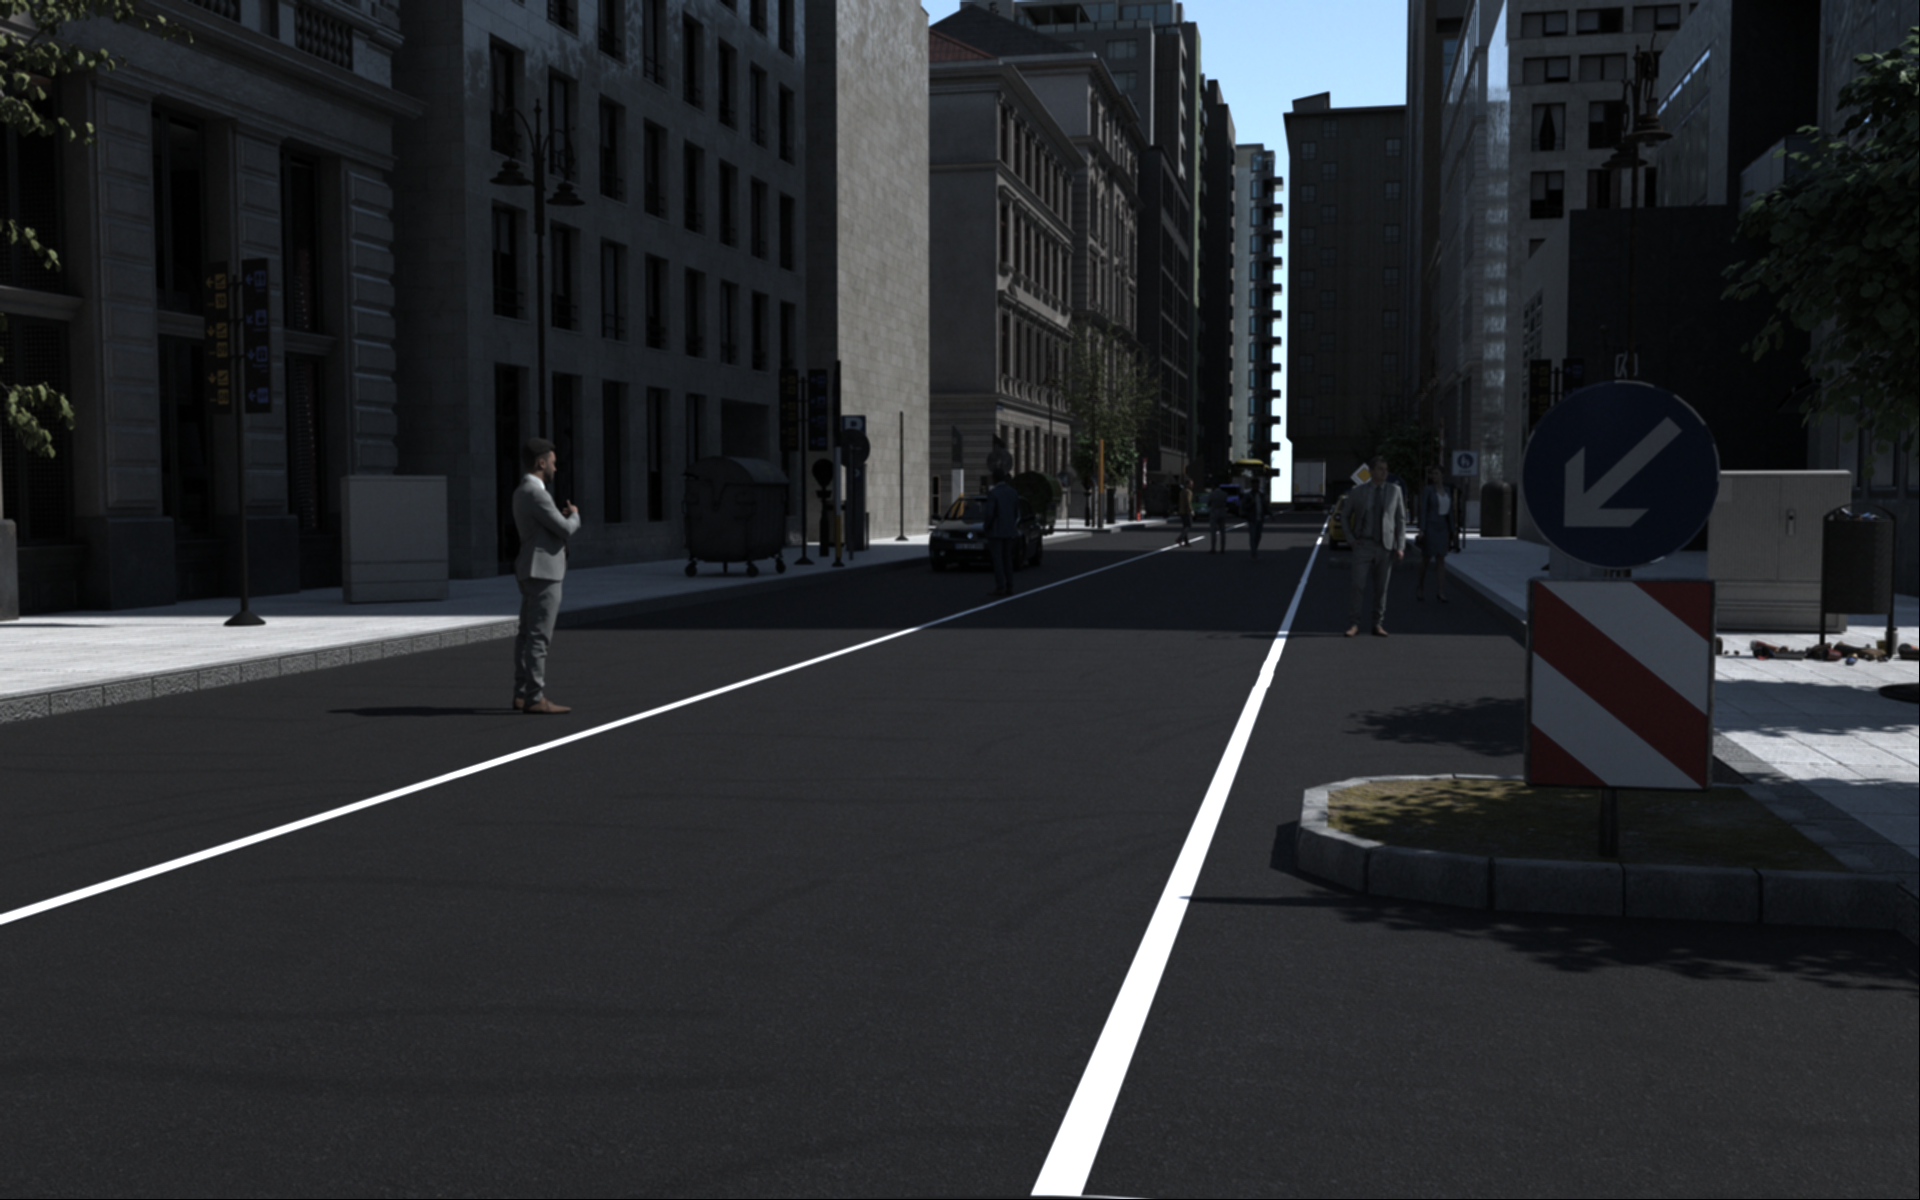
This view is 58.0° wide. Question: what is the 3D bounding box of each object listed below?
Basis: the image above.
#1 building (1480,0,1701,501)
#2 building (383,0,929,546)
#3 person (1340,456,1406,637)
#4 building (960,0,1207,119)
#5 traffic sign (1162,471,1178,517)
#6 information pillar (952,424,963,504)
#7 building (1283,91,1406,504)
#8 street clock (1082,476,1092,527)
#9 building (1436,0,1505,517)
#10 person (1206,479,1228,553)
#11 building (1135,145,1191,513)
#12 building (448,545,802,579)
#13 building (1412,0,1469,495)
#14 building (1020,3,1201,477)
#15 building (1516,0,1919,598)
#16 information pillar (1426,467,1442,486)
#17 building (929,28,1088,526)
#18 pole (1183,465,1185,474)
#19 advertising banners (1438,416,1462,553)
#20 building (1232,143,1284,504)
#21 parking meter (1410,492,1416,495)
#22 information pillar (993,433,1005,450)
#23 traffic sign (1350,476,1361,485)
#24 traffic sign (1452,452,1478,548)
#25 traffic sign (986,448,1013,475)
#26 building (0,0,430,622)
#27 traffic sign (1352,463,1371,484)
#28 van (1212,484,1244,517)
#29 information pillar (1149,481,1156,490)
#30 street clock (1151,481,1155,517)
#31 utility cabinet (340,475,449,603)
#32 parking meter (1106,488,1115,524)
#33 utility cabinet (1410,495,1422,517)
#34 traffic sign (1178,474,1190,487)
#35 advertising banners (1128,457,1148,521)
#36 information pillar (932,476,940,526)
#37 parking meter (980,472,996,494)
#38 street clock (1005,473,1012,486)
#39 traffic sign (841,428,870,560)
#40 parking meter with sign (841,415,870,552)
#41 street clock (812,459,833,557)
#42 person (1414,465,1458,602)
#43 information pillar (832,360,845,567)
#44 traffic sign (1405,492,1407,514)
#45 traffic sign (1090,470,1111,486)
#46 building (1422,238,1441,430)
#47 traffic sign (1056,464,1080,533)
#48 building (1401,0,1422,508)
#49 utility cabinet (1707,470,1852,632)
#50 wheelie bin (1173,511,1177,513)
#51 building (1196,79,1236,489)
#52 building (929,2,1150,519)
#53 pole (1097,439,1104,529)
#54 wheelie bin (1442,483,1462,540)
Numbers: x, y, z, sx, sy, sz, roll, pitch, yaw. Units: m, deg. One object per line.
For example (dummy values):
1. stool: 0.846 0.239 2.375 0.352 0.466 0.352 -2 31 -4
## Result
1. building: 29.732 -13.038 67.929 16.860 20.320 10.420 1 4 12
2. building: -10.315 -12.065 52.021 16.860 20.320 10.420 1 4 12
3. person: 4.174 -0.545 17.508 0.635 1.810 0.391 0 4 -2
4. building: 12.380 -33.692 170.473 23.786 49.044 30.456 1 4 12
5. traffic sign: 11.609 -5.861 95.830 0.884 2.594 0.081 1 4 16
6. information pillar: -0.092 -4.074 57.963 0.183 3.616 0.504 -3 5 -42
7. building: 57.696 -39.402 233.460 27.495 52.752 28.713 1 4 12
8. street clock: 5.039 -3.902 68.368 0.471 2.002 0.358 0 3 0
9. building: 33.749 -19.635 98.528 11.434 29.767 29.804 1 4 12
10. person: 6.213 -2.037 41.989 0.511 1.800 0.466 -2 4 -28
11. building: 8.607 -20.318 125.700 14.314 27.812 24.014 1 4 12
12. building: -10.596 -11.005 34.680 10.420 20.320 16.860 1 4 12
13. building: 46.419 -30.493 148.669 14.600 45.320 14.200 1 4 12
14. building: 12.704 -28.351 147.138 14.154 41.232 14.086 1 4 12
15. building: 23.634 -43.859 29.760 22.319 86.520 31.000 1 4 12
16. information pillar: 12.661 -2.557 46.301 0.304 2.012 0.304 -3 5 -39
17. building: -1.366 -14.900 79.779 11.583 22.565 21.152 1 4 12
18. pole: 15.603 -7.774 120.942 0.158 3.312 0.155 0 3 0
19. advertising banners: 10.831 -2.579 38.348 0.090 3.025 2.074 0 4 3
20. building: 28.536 -37.734 236.559 30.456 49.044 23.786 1 4 12
21. parking meter: 26.313 -5.636 100.564 0.372 1.533 0.369 0 3 0
22. information pillar: 1.466 -4.545 65.662 0.504 3.616 0.183 0 4 7
23. traffic sign: 14.598 -3.635 63.075 0.795 2.450 0.064 1 4 12
24. traffic sign: 11.901 -2.368 40.844 0.606 2.300 0.079 1 4 17
25. traffic sign: 1.105 -2.953 48.389 0.768 2.556 0.104 1 4 13
26. building: -14.648 -11.460 16.243 11.050 23.489 19.941 1 4 12
27. traffic sign: 12.895 -3.158 55.273 0.795 2.450 0.064 1 4 12
28. van: 16.733 -6.365 108.448 2.240 2.365 5.245 1 4 13
29. information pillar: 11.021 -5.788 99.130 0.304 2.012 0.304 0 4 -6
30. street clock: 10.926 -5.731 98.269 0.358 2.002 0.471 0 4 5
31. utility cabinet: -6.712 -0.728 20.577 1.173 1.500 0.318 -3 4 -38
32. parking meter: 6.417 -3.994 73.710 0.372 1.533 0.369 0 3 0
33. utility cabinet: 26.024 -5.314 98.038 1.020 1.237 0.306 0 4 -7
34. traffic sign: 14.038 -6.644 108.727 0.768 2.556 0.104 1 4 21
35. advertising banners: 8.416 -5.238 81.823 0.090 3.025 2.074 2 4 31
36. information pillar: -0.970 -3.963 69.286 0.304 2.012 0.304 0 4 -1
37. parking meter: 0.746 -2.449 45.748 0.399 1.863 0.255 -3 5 -39
38. street clock: 1.432 -3.157 56.181 0.471 2.002 0.358 -2 4 -34
39. traffic sign: -2.115 -2.047 33.581 0.768 2.556 0.104 1 4 18
40. parking meter with sign: -2.327 -2.628 39.232 0.543 3.016 1.738 0 4 2
41. street clock: -2.791 -1.896 35.563 0.471 2.002 0.358 0 4 -1
42. person: 6.348 -0.894 23.148 0.581 1.822 0.654 0 4 -4
43. information pillar: -2.171 -2.400 30.591 0.183 3.616 0.504 -1 4 -11
44. traffic sign: 21.417 -5.080 83.171 0.768 2.556 0.104 1 4 15
45. traffic sign: 5.277 -3.760 65.123 0.795 2.450 0.064 1 4 12
46. building: 39.333 -17.578 123.559 11.583 22.565 21.152 1 4 12
47. traffic sign: 3.574 -3.283 57.321 0.795 2.450 0.064 1 4 12
48. building: 54.006 -38.305 168.279 21.231 58.520 28.212 1 4 12
49. utility cabinet: 7.604 -0.455 16.120 1.173 1.500 0.318 1 4 20
50. wheelie bin: 14.604 -6.713 117.658 0.980 1.594 0.693 1 4 23
51. building: 20.712 -35.366 201.933 21.600 48.544 21.300 1 4 12
52. building: 2.984 -19.229 101.782 14.401 28.519 23.554 1 4 12
53. pole: 5.221 -4.313 64.368 0.158 3.312 0.155 0 3 0
54. wheelie bin: 13.474 -2.473 48.348 0.980 1.594 0.693 -1 4 -11
